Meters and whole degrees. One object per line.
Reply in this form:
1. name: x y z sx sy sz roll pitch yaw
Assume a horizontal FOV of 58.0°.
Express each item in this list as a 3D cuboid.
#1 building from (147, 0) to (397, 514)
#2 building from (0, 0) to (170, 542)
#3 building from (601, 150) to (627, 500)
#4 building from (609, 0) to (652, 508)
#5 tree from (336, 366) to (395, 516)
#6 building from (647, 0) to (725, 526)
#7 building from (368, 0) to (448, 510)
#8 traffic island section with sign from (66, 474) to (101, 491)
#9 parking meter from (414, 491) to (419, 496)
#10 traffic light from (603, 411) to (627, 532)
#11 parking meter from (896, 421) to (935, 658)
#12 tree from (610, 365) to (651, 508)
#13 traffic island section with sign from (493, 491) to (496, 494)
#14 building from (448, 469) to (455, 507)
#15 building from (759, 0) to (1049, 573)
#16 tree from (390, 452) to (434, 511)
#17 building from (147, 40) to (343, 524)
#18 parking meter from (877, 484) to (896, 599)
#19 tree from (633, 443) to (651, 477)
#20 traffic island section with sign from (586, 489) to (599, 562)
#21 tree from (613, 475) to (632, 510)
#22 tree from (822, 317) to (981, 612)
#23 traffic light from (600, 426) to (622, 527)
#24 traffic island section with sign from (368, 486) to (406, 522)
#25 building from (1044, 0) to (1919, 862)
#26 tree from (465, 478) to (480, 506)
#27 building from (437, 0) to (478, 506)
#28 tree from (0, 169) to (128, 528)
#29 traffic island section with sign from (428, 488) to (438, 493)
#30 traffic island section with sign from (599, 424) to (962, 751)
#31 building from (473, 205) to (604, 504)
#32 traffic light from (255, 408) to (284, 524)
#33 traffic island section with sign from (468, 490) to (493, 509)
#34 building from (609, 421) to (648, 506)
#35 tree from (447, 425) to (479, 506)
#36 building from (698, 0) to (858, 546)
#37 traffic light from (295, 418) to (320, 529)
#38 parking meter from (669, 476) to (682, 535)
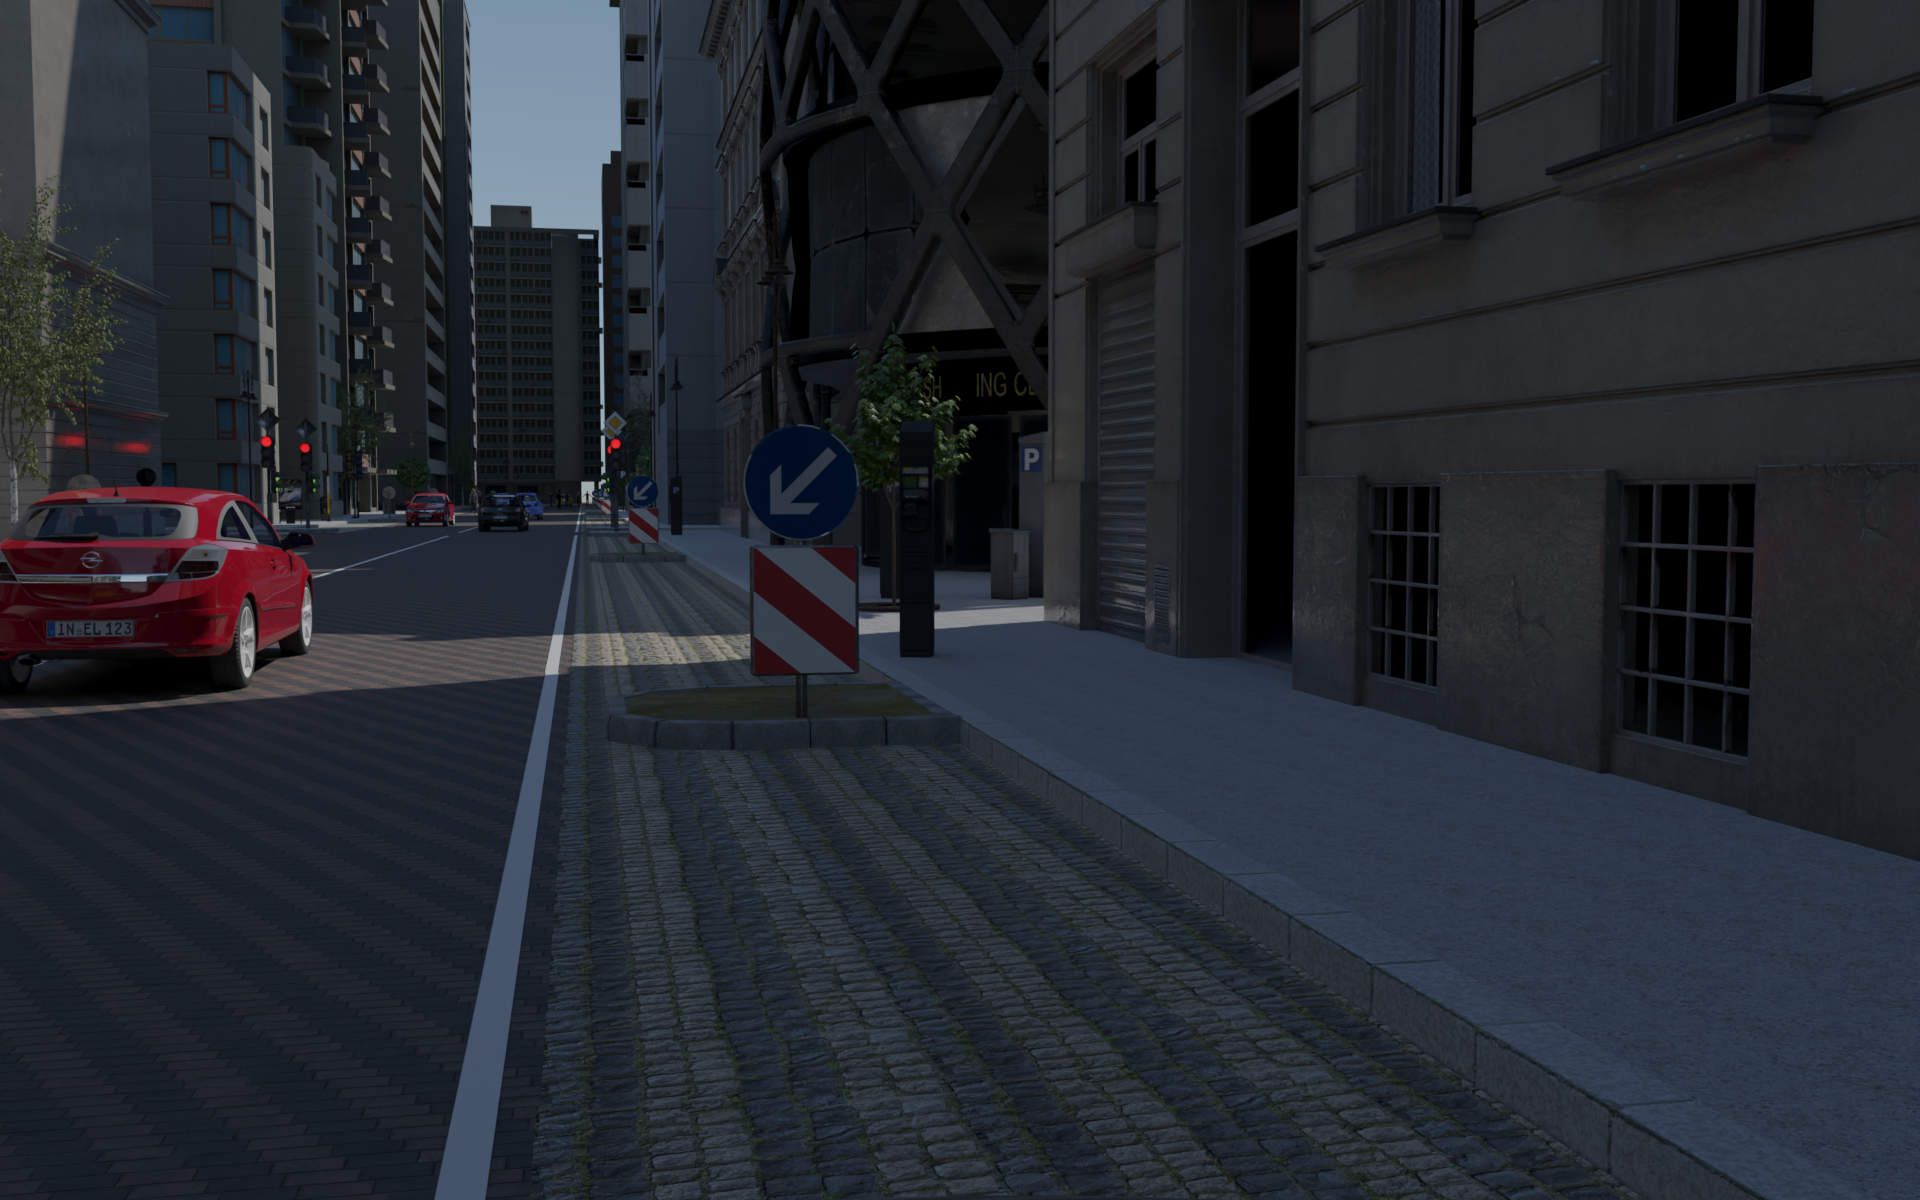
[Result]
1. building: -49.802 -28.093 113.951 22.147 44.769 28.867 -1 4 -12
2. building: -40.411 -13.819 45.018 34.723 24.649 14.460 -1 4 -12
3. building: -40.057 -35.462 229.915 14.200 45.320 14.600 -1 4 -12
4. building: -17.967 -35.117 163.399 28.713 52.752 27.495 -1 4 -12
5. tree: -34.607 -9.100 99.153 4.737 8.622 4.395 0 3 0
6. building: 0.659 -32.729 77.112 28.212 58.520 21.231 -1 4 -12
7. building: -55.086 -31.874 144.838 21.300 48.544 21.600 -1 4 -12
8. traffic island section with sign: -17.351 -1.560 34.137 1.989 1.847 2.006 -1 4 -12
9. parking meter: -43.113 -7.890 137.405 0.372 1.533 0.369 0 3 0
10. traffic light: -11.699 -4.273 58.780 0.839 4.253 0.868 -1 4 -12
11. parking meter: -0.339 -0.487 13.679 0.255 1.863 0.399 0 4 3
12. tree: -17.866 -9.133 99.689 4.360 8.622 3.978 0 3 0
13. traffic island section with sign: -51.547 -11.180 191.417 1.989 1.847 2.006 -1 4 -12
14. building: -59.624 -44.432 164.720 20.563 71.187 20.611 -1 4 -12
15. building: 4.526 -10.128 33.047 16.820 18.784 16.811 -1 4 -12
16. tree: -42.667 -9.242 134.818 4.285 4.588 4.351 0 3 0
17. building: -44.550 -14.256 78.127 27.650 21.520 28.899 -1 4 -12
18. parking meter: -0.800 -0.952 21.284 0.399 1.863 0.255 1 4 15
19. tree: -16.239 -6.819 95.197 4.285 4.588 4.351 0 3 0
20. traffic island section with sign: -6.893 -1.732 36.944 1.989 1.847 2.006 -1 4 -12
21. tree: -28.447 -9.274 146.237 1.663 3.219 1.824 0 3 0
22. tree: -0.830 -1.498 19.100 1.663 3.219 1.824 0 3 0
23. traffic light: -13.395 -4.750 66.583 0.839 4.253 0.868 -1 4 -12
24. traffic island section with sign: -29.223 -4.900 88.741 1.989 1.847 2.006 -1 4 -12
25. building: 10.962 -10.471 4.492 16.112 22.955 30.059 -1 4 -12
26. tree: -53.542 -11.908 189.295 1.663 3.219 1.824 0 3 0
27. building: -70.246 -40.092 197.495 28.212 58.520 21.231 -1 4 -12
28. tree: -21.261 -5.436 39.233 4.737 8.622 4.395 0 3 0
29. traffic island section with sign: -34.956 -6.511 115.081 1.989 1.847 2.006 -1 4 -12
30. traffic island section with sign: -1.162 -0.120 10.595 1.989 1.847 2.006 -1 4 -12
31. building: -60.850 -33.269 235.829 23.993 40.220 32.217 -1 4 -12
32. traffic light: -22.505 -4.129 56.423 0.839 4.253 0.868 -1 4 -12
33. traffic island section with sign: -45.704 -9.536 164.542 1.989 1.847 2.006 -1 4 -12
34. building: -31.529 -46.928 205.516 20.563 71.187 20.611 -1 4 -12
35. tree: -53.093 -14.316 184.425 4.737 8.622 4.395 0 3 0
36. building: -1.678 -11.395 50.937 10.561 19.102 19.286 -1 4 -12
37. traffic light: -24.201 -4.606 64.226 0.839 4.253 0.868 -1 4 -12
38. parking meter: -8.914 -2.972 54.310 0.399 1.863 0.255 -1 4 -10
